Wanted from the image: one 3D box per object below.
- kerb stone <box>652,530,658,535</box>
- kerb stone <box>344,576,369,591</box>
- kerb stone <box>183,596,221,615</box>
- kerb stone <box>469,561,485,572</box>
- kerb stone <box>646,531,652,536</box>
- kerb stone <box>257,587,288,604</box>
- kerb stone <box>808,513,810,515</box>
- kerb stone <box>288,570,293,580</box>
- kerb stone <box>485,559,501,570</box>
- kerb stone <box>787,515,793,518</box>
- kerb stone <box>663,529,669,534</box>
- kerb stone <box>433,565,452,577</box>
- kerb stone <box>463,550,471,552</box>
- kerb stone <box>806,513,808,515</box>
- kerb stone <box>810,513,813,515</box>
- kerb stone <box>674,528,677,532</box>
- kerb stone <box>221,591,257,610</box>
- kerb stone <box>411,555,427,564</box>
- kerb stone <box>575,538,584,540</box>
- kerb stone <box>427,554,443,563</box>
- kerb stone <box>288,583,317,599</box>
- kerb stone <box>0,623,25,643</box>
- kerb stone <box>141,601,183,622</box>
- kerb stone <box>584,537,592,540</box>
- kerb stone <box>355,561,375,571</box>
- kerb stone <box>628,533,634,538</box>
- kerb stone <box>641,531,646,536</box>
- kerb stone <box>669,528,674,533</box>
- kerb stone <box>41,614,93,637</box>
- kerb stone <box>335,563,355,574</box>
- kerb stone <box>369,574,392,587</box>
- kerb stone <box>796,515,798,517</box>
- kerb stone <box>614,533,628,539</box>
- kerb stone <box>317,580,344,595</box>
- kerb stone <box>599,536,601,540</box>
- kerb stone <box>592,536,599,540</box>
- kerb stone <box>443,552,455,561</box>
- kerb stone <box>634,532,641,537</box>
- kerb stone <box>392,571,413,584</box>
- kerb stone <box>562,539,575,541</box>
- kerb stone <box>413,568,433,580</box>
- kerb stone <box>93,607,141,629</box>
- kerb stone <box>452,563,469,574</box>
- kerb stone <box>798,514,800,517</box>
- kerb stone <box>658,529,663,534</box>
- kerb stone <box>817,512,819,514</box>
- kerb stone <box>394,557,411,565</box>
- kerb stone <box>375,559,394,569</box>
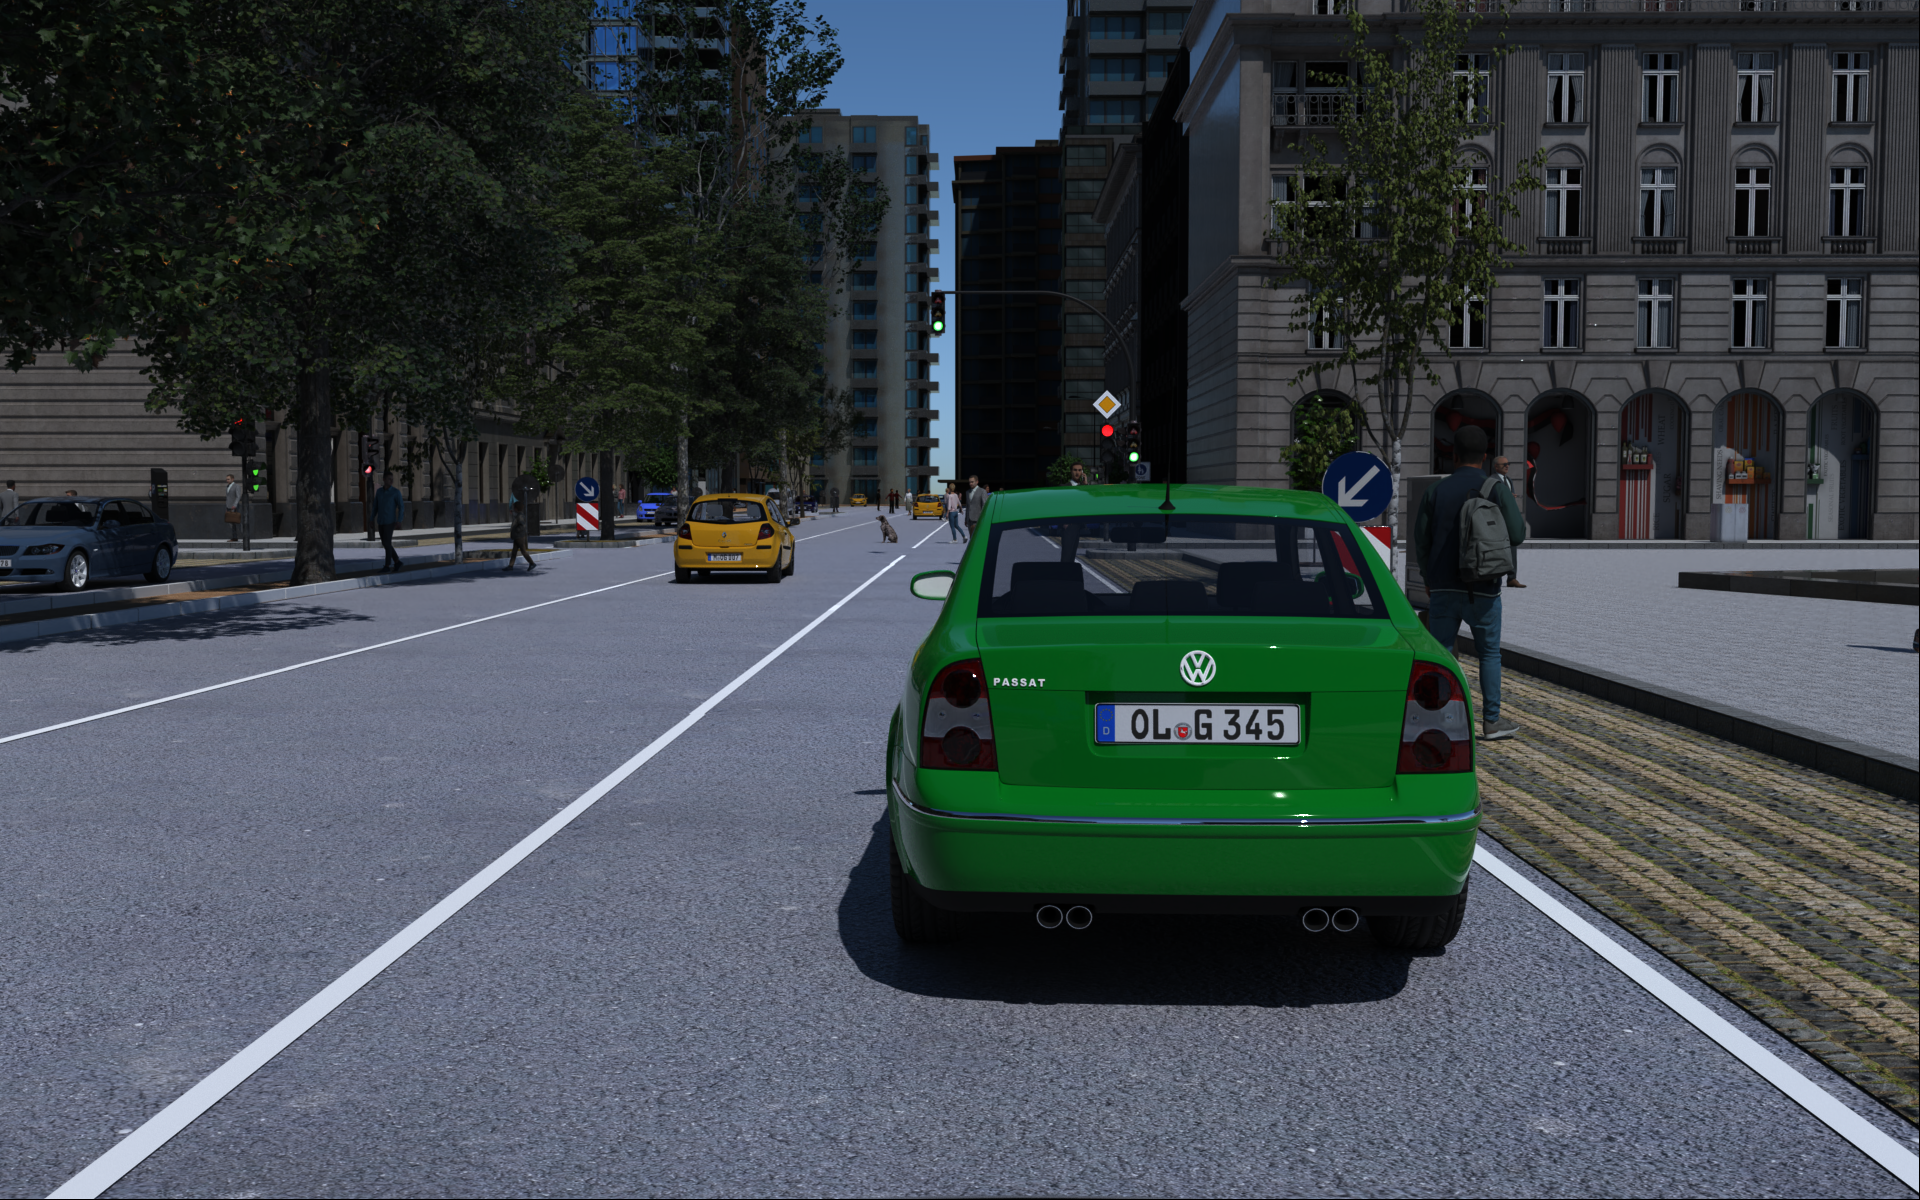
[{"bbox_3d":[-10.783,-2.338,60.457,0.120,0.150,1.000,0,4,1],"label":"kerb stone"},{"bbox_3d":[-9.165,-0.235,26.039,0.120,0.150,1.000,0,4,1],"label":"kerb stone"},{"bbox_3d":[-9.235,0.078,20.925,0.120,0.150,1.000,0,4,1],"label":"kerb stone"},{"bbox_3d":[-9.084,-0.612,32.200,0.120,0.150,1.000,0,4,1],"label":"kerb stone"},{"bbox_3d":[-10.802,-2.278,59.435,0.120,0.150,1.000,0,4,1],"label":"kerb stone"},{"bbox_3d":[-9.209,-0.047,22.971,0.120,0.150,1.000,0,4,1],"label":"kerb stone"},{"bbox_3d":[-10.064,-5.538,112.746,0.120,0.150,1.000,0,4,1],"label":"kerb stone"},{"bbox_3d":[-11.224,-0.426,29.168,0.120,0.150,1.000,0,4,1],"label":"kerb stone"},{"bbox_3d":[-9.057,-0.674,33.224,0.120,0.150,1.000,0,4,1],"label":"kerb stone"},{"bbox_3d":[-10.185,-4.973,103.504,0.120,0.150,1.000,0,4,1],"label":"kerb stone"},{"bbox_3d":[-10.750,-2.465,62.505,0.120,0.150,1.000,0,4,1],"label":"kerb stone"},{"bbox_3d":[-9.101,-0.483,30.142,0.120,0.150,1.000,0,4,1],"label":"kerb stone"},{"bbox_3d":[-11.095,-0.990,38.387,0.120,0.150,1.000,0,4,1],"label":"kerb stone"},{"bbox_3d":[-10.081,-5.476,111.721,0.120,0.150,1.000,0,4,1],"label":"kerb stone"},{"bbox_3d":[-10.030,-5.663,114.790,0.120,0.150,1.000,0,4,1],"label":"kerb stone"},{"bbox_3d":[-10.734,-2.588,64.555,0.120,0.150,1.000,0,4,1],"label":"kerb stone"},{"bbox_3d":[-9.214,0.015,21.948,0.120,0.150,1.000,0,4,1],"label":"kerb stone"},{"bbox_3d":[-11.136,-0.799,35.319,0.120,0.150,1.000,0,4,1],"label":"kerb stone"},{"bbox_3d":[-10.936,-1.648,49.187,0.120,0.150,1.000,0,4,1],"label":"kerb stone"},{"bbox_3d":[-11.116,-0.861,36.341,0.120,0.150,1.000,0,4,1],"label":"kerb stone"},{"bbox_3d":[-9.192,-0.107,23.993,0.120,0.150,1.000,0,4,1],"label":"kerb stone"},{"bbox_3d":[-9.287,0.328,16.828,0.120,0.150,1.000,0,4,1],"label":"kerb stone"},{"bbox_3d":[-9.251,0.141,19.898,0.120,0.150,1.000,0,4,1],"label":"kerb stone"},{"bbox_3d":[-10.924,-1.714,50.214,0.120,0.150,1.000,0,4,1],"label":"kerb stone"},{"bbox_3d":[-11.176,-0.614,32.236,0.120,0.150,1.000,0,4,1],"label":"kerb stone"},{"bbox_3d":[-10.851,-2.090,56.364,0.120,0.150,1.000,0,4,1],"label":"kerb stone"},{"bbox_3d":[-10.818,-2.214,58.413,0.120,0.150,1.000,0,4,1],"label":"kerb stone"},{"bbox_3d":[-10.744,-2.528,63.532,0.120,0.150,1.000,0,4,1],"label":"kerb stone"},{"bbox_3d":[-9.281,0.266,17.853,0.120,0.150,1.000,0,4,1],"label":"kerb stone"},{"bbox_3d":[-11.187,-0.552,31.214,0.120,0.150,1.000,0,4,1],"label":"kerb stone"},{"bbox_3d":[-9.149,-0.298,27.072,0.120,0.150,1.000,0,4,1],"label":"kerb stone"},{"bbox_3d":[-10.160,-5.091,105.554,0.120,0.150,1.000,0,4,1],"label":"kerb stone"},{"bbox_3d":[-10.860,-2.027,55.329,0.120,0.150,1.000,0,4,1],"label":"kerb stone"},{"bbox_3d":[-9.176,-0.173,25.017,0.120,0.150,1.000,0,4,1],"label":"kerb stone"},{"bbox_3d":[-10.897,-1.839,52.258,0.120,0.150,1.000,0,4,1],"label":"kerb stone"},{"bbox_3d":[-10.913,-1.776,51.236,0.120,0.150,1.000,0,4,1],"label":"kerb stone"},{"bbox_3d":[-11.111,-0.922,37.363,0.120,0.150,1.000,0,4,1],"label":"kerb stone"},{"bbox_3d":[-10.830,-2.153,57.391,0.120,0.150,1.000,0,4,1],"label":"kerb stone"},{"bbox_3d":[-9.139,-0.353,28.099,0.120,0.150,1.000,0,4,1],"label":"kerb stone"},{"bbox_3d":[-10.962,-1.583,48.161,0.120,0.150,1.000,0,4,1],"label":"kerb stone"},{"bbox_3d":[-9.122,-0.420,29.120,0.120,0.150,1.000,0,4,1],"label":"kerb stone"},{"bbox_3d":[-9.260,0.206,18.875,0.120,0.150,1.000,0,4,1],"label":"kerb stone"},{"bbox_3d":[-9.096,-0.549,31.175,0.120,0.150,1.000,0,4,1],"label":"kerb stone"},{"bbox_3d":[-10.143,-5.156,106.582,0.120,0.150,1.000,0,4,1],"label":"kerb stone"},{"bbox_3d":[-10.771,-2.403,61.479,0.120,0.150,1.000,0,4,1],"label":"kerb stone"},{"bbox_3d":[-9.976,-5.914,118.893,0.120,0.150,1.000,0,4,1],"label":"kerb stone"},{"bbox_3d":[-11.149,-0.739,34.294,0.120,0.150,1.000,0,4,1],"label":"kerb stone"},{"bbox_3d":[-11.162,-0.676,33.269,0.120,0.150,1.000,0,4,1],"label":"kerb stone"}]
